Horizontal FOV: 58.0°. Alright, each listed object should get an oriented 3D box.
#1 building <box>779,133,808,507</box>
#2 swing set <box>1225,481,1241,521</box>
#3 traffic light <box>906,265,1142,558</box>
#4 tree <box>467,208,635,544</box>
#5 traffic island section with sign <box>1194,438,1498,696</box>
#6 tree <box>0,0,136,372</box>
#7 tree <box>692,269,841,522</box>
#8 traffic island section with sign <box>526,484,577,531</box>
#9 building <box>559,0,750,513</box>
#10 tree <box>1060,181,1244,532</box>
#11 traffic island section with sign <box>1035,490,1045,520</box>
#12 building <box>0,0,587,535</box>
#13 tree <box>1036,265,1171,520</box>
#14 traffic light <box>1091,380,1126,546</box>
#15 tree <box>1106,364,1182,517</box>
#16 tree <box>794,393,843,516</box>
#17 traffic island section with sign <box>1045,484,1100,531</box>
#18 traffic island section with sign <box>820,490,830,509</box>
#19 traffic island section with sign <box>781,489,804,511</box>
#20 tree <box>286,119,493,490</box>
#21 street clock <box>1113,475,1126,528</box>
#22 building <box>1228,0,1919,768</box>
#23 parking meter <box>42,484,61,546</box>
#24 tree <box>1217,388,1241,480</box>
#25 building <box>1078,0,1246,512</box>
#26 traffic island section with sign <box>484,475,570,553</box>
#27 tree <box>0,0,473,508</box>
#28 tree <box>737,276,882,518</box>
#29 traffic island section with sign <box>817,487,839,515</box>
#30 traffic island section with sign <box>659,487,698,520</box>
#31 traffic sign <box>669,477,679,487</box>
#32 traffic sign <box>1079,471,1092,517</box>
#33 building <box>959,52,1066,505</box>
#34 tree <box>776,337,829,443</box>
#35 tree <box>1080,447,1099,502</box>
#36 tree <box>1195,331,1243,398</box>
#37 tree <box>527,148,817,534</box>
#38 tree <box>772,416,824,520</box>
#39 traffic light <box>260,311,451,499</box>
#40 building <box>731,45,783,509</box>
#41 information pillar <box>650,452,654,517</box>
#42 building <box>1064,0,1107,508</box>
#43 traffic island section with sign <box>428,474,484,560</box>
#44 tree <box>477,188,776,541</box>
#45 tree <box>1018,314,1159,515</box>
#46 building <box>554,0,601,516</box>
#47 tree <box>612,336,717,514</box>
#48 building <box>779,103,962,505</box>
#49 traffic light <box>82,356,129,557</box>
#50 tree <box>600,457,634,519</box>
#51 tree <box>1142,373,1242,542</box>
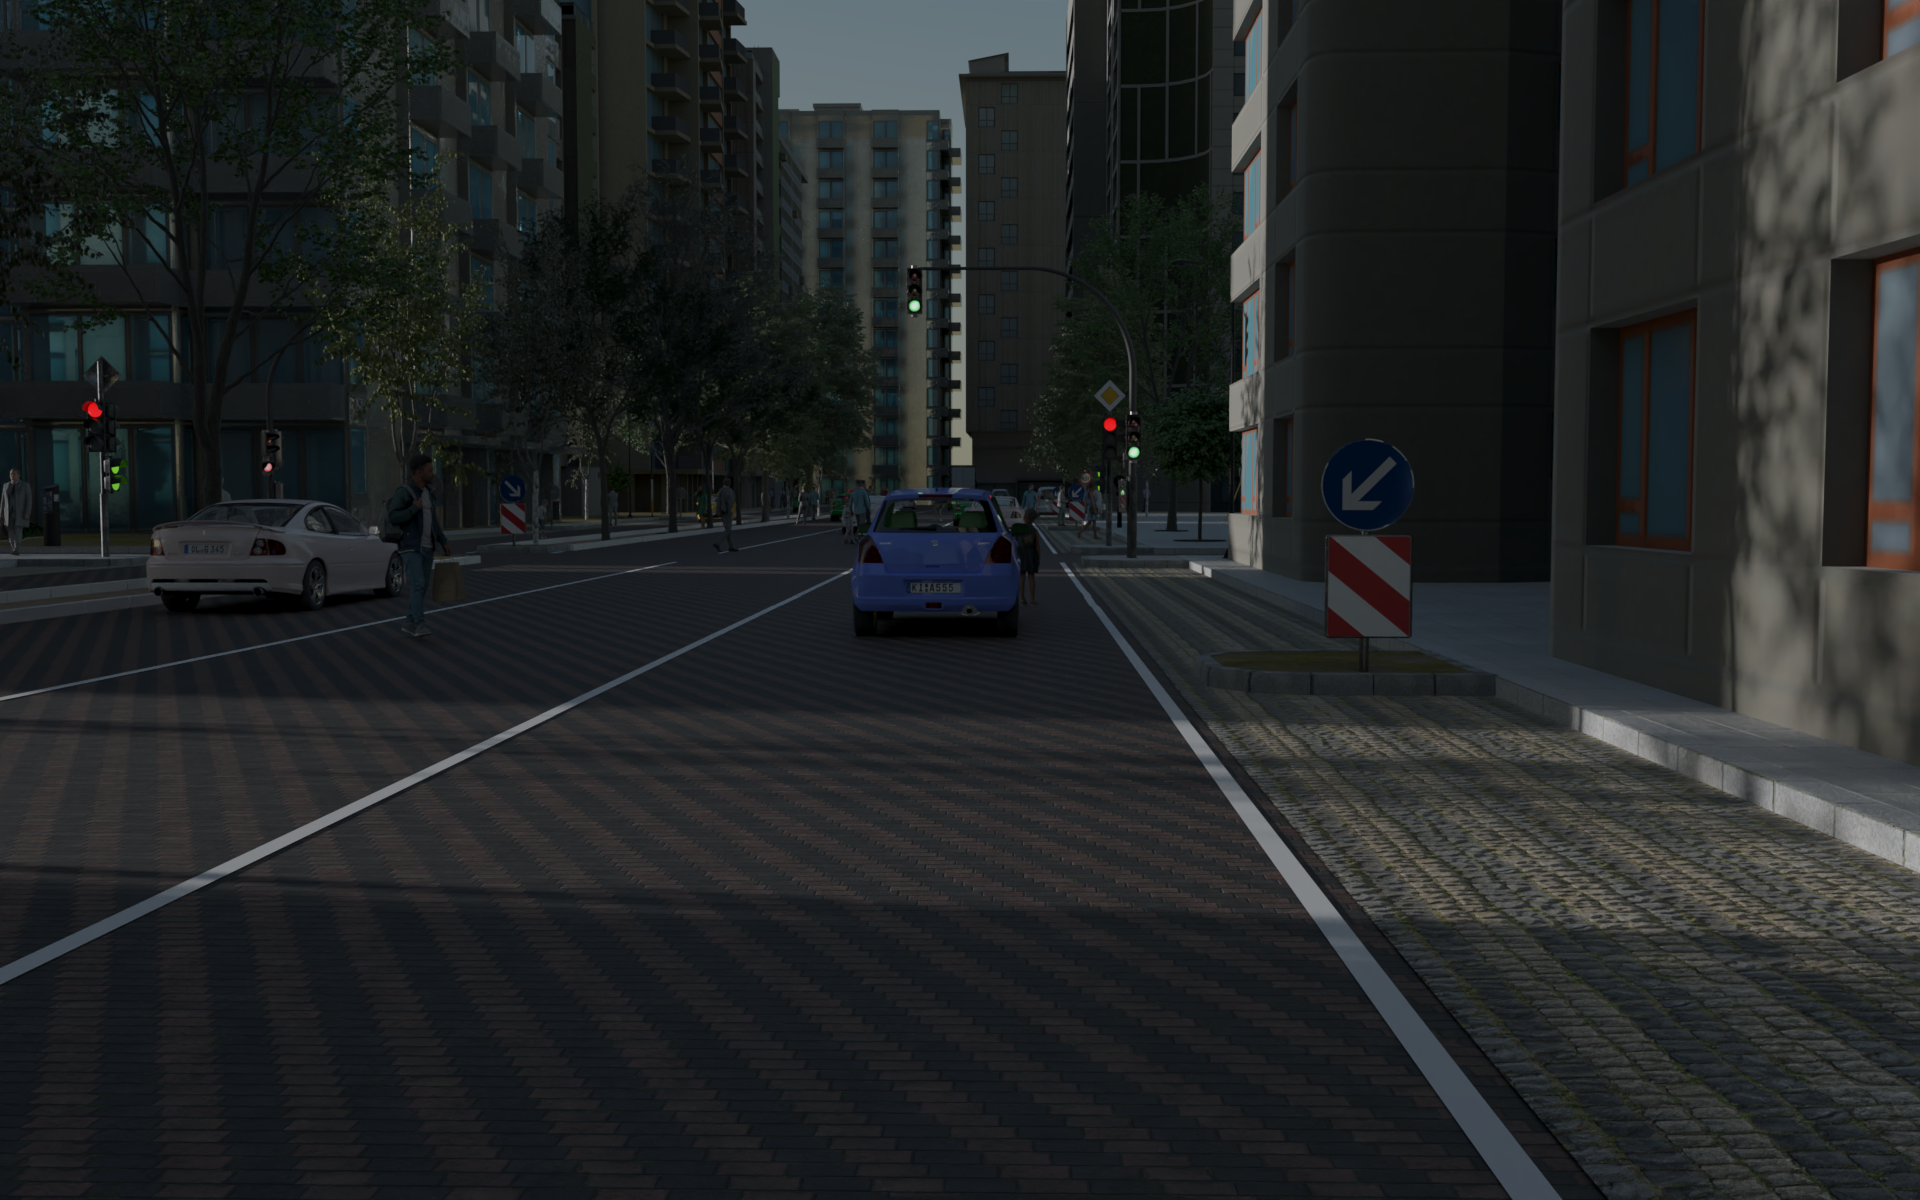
[{"bbox_3d":[-28.420,-29.686,177.254,23.993,40.220,32.217,0,4,2],"label":"building"},{"bbox_3d":[14.557,-5.130,81.488,2.862,2.851,3.119,-2,4,-27],"label":"swing set"},{"bbox_3d":[1.329,-3.664,34.579,4.771,5.953,1.251,0,4,2],"label":"traffic light"},{"bbox_3d":[-10.899,-5.604,44.447,4.360,8.622,3.978,0,3,0],"label":"tree"},{"bbox_3d":[2.834,-0.278,13.176,1.989,1.847,2.006,0,4,2],"label":"traffic island section with sign"},{"bbox_3d":[-11.376,-4.036,18.814,4.360,8.622,3.978,0,3,0],"label":"tree"},{"bbox_3d":[-9.879,-10.191,87.208,7.486,12.596,7.792,0,3,0],"label":"tree"},{"bbox_3d":[-16.171,-3.643,68.189,1.989,1.847,2.006,0,4,2],"label":"traffic island section with sign"},{"bbox_3d":[-28.326,-29.240,132.691,22.147,44.769,28.867,0,4,2],"label":"building"},{"bbox_3d":[7.199,-8.141,58.860,9.928,11.665,9.643,0,3,0],"label":"tree"},{"bbox_3d":[5.248,-5.280,94.948,1.989,1.847,2.006,0,4,2],"label":"traffic island section with sign"},{"bbox_3d":[-28.454,-27.329,66.439,23.786,49.044,30.456,0,4,2],"label":"building"},{"bbox_3d":[7.406,-10.266,85.980,7.486,12.596,7.792,0,3,0],"label":"tree"},{"bbox_3d":[3.658,-3.286,42.641,0.839,4.253,0.868,0,4,2],"label":"traffic light"},{"bbox_3d":[10.644,-8.919,96.182,4.360,8.622,3.978,0,3,0],"label":"tree"},{"bbox_3d":[-9.030,-9.655,110.682,4.360,8.622,3.978,0,3,0],"label":"tree"},{"bbox_3d":[4.445,-3.627,67.932,1.989,1.847,2.006,0,4,2],"label":"traffic island section with sign"},{"bbox_3d":[-13.078,-10.022,172.493,1.989,1.847,2.006,0,4,2],"label":"traffic island section with sign"},{"bbox_3d":[-13.897,-8.346,145.080,1.989,1.847,2.006,0,4,2],"label":"traffic island section with sign"},{"bbox_3d":[-10.805,-4.932,33.452,4.737,8.622,4.395,0,3,0],"label":"tree"},{"bbox_3d":[6.082,-3.756,65.975,0.471,2.002,0.358,1,4,11],"label":"street clock"},{"bbox_3d":[18.658,-10.612,18.538,27.650,21.520,28.899,0,4,2],"label":"building"},{"bbox_3d":[-22.339,-2.090,42.586,0.372,1.533,0.369,0,3,0],"label":"parking meter"},{"bbox_3d":[18.067,-9.767,110.055,4.737,8.622,4.395,0,3,0],"label":"tree"},{"bbox_3d":[19.572,-42.285,129.612,20.563,71.187,20.611,0,4,2],"label":"building"},{"bbox_3d":[-10.870,-2.123,42.843,2.006,1.907,1.989,0,4,2],"label":"traffic island section with sign"},{"bbox_3d":[-11.307,-5.978,25.953,9.928,11.665,9.643,0,3,0],"label":"tree"},{"bbox_3d":[-8.950,-11.776,101.651,9.857,13.997,8.962,0,3,0],"label":"tree"},{"bbox_3d":[-8.658,-6.716,117.949,2.006,1.907,1.989,0,4,2],"label":"traffic island section with sign"},{"bbox_3d":[-15.372,-5.291,95.132,1.989,1.847,2.006,0,4,2],"label":"traffic island section with sign"},{"bbox_3d":[-17.126,-6.210,103.666,0.606,2.300,0.079,0,4,8],"label":"traffic sign"},{"bbox_3d":[6.952,-5.871,96.099,0.768,2.556,0.104,0,4,5],"label":"traffic sign"},{"bbox_3d":[13.999,-38.323,215.822,27.495,52.752,28.713,0,4,2],"label":"building"},{"bbox_3d":[-10.258,-8.225,71.349,8.767,10.594,7.601,0,4,2],"label":"tree"},{"bbox_3d":[8.491,-10.282,118.472,4.360,8.622,3.978,0,3,0],"label":"tree"},{"bbox_3d":[13.643,-8.349,70.917,7.601,10.594,8.767,2,4,33],"label":"tree"},{"bbox_3d":[-10.229,-9.085,61.367,12.009,13.543,11.850,0,3,0],"label":"tree"},{"bbox_3d":[-9.341,-8.639,94.065,4.737,8.622,4.395,0,3,0],"label":"tree"},{"bbox_3d":[-15.101,-4.192,43.213,4.771,5.953,1.251,0,4,2],"label":"traffic light"},{"bbox_3d":[-23.820,-28.779,154.139,14.154,41.232,14.086,0,4,2],"label":"building"},{"bbox_3d":[-17.349,-6.497,97.580,0.183,3.616,0.504,0,4,-6],"label":"information pillar"},{"bbox_3d":[20.205,-32.280,151.479,21.300,48.544,21.600,0,4,2],"label":"building"},{"bbox_3d":[-11.099,-1.670,35.440,2.006,1.907,1.989,0,4,2],"label":"traffic island section with sign"},{"bbox_3d":[-10.458,-7.002,51.360,8.767,10.594,7.601,0,4,2],"label":"tree"},{"bbox_3d":[8.329,-11.675,107.894,9.611,12.733,9.660,0,3,0],"label":"tree"},{"bbox_3d":[-28.907,-19.912,97.258,14.160,30.474,14.107,0,4,2],"label":"building"},{"bbox_3d":[-18.478,-11.294,110.419,9.928,11.665,9.643,0,3,0],"label":"tree"},{"bbox_3d":[-15.015,-36.419,215.051,30.456,49.044,23.786,0,4,2],"label":"building"},{"bbox_3d":[-17.430,-2.834,35.258,0.839,4.253,0.868,0,4,2],"label":"traffic light"},{"bbox_3d":[-17.851,-5.895,90.983,1.663,3.219,1.824,0,3,0],"label":"tree"},{"bbox_3d":[6.445,-3.872,47.029,4.285,4.588,4.351,0,3,0],"label":"tree"}]
